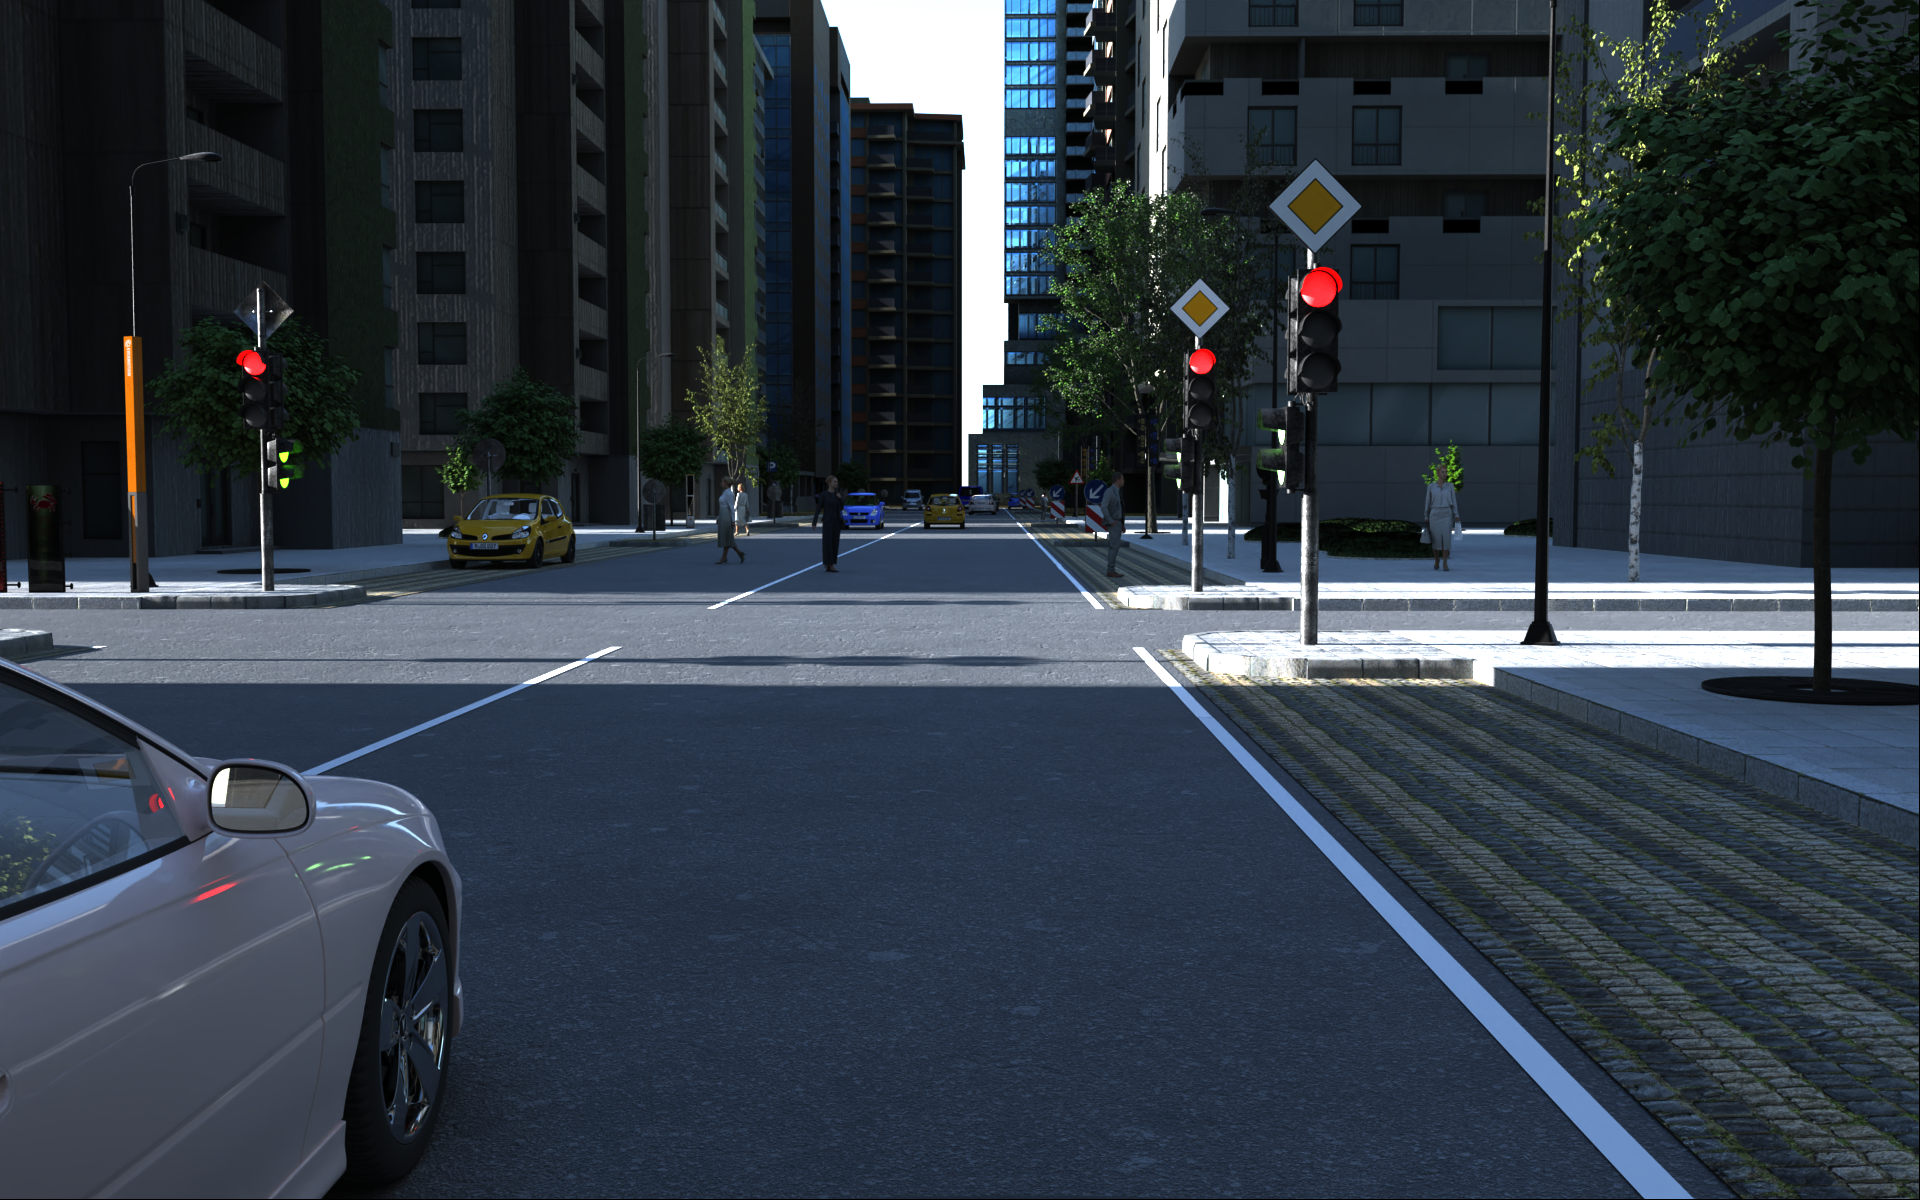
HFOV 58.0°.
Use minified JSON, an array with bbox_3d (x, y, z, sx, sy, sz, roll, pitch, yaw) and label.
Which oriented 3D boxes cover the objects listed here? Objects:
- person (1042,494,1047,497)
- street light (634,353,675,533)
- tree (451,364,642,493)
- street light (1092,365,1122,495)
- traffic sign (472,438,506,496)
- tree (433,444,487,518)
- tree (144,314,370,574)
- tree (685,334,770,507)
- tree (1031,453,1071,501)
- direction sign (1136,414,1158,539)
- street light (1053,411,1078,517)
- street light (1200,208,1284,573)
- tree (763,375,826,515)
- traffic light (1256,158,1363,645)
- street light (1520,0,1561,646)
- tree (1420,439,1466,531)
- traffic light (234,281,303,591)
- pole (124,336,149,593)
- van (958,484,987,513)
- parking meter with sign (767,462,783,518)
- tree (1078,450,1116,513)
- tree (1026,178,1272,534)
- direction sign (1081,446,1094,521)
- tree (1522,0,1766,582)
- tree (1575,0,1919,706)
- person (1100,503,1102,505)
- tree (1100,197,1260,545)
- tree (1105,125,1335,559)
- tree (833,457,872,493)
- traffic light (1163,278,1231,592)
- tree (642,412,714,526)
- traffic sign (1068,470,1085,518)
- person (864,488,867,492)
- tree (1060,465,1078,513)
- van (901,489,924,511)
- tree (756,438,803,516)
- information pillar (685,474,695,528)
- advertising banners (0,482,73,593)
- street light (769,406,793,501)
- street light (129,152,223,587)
[{"bbox_3d":[8.564,-10.132,174.886,0.628,1.438,0.799,0,4,-2],"label":"person"},{"bbox_3d":[-10.089,-5.185,57.321,1.470,5.913,1.316,0,4,1],"label":"street light"},{"bbox_3d":[-10.875,-3.644,43.299,4.285,4.588,4.351,0,3,0],"label":"tree"},{"bbox_3d":[5.276,-5.502,62.497,1.470,5.913,1.316,0,4,1],"label":"street light"},{"bbox_3d":[-10.757,-2.413,39.564,0.768,2.556,0.104,0,4,3],"label":"traffic sign"},{"bbox_3d":[-16.511,-3.851,57.557,1.663,3.219,1.824,0,3,0],"label":"tree"},{"bbox_3d":[-11.497,-2.733,28.399,4.285,4.588,4.351,0,3,0],"label":"tree"},{"bbox_3d":[-10.426,-7.877,79.151,4.737,8.622,4.395,0,3,0],"label":"tree"},{"bbox_3d":[7.279,-9.404,137.471,4.285,4.588,4.351,0,3,0],"label":"tree"},{"bbox_3d":[5.339,-3.516,49.478,0.876,3.537,0.379,-3,5,-43],"label":"direction sign"},{"bbox_3d":[5.940,-7.641,97.469,1.470,5.913,1.316,0,4,1],"label":"street light"},{"bbox_3d":[4.595,-3.409,28.273,1.470,5.913,1.316,0,4,1],"label":"street light"},{"bbox_3d":[-10.486,-9.635,107.895,4.360,8.622,3.978,0,3,0],"label":"tree"},{"bbox_3d":[2.960,-1.576,14.681,0.839,4.253,0.868,0,4,1],"label":"traffic light"},{"bbox_3d":[4.421,-2.575,14.642,1.470,5.913,1.316,0,4,1],"label":"street light"},{"bbox_3d":[17.290,-4.049,60.799,1.663,3.219,1.824,0,3,0],"label":"tree"},{"bbox_3d":[-9.160,-2.076,22.862,0.839,4.253,0.868,0,4,1],"label":"traffic light"},{"bbox_3d":[-10.706,-1.753,22.512,0.158,3.312,0.155,0,3,0],"label":"pole"},{"bbox_3d":[0.877,-7.873,133.104,2.240,2.365,5.245,0,4,3],"label":"van"},{"bbox_3d":[-9.986,-5.968,93.843,0.543,3.016,1.738,0,4,8],"label":"parking meter with sign"},{"bbox_3d":[6.258,-4.990,76.188,1.663,3.219,1.824,0,3,0],"label":"tree"},{"bbox_3d":[6.282,-7.987,56.351,9.928,11.665,9.643,0,3,0],"label":"tree"},{"bbox_3d":[6.024,-5.502,81.950,0.379,3.537,0.876,3,5,44],"label":"direction sign"},{"bbox_3d":[10.057,-4.575,25.169,4.737,8.622,4.395,0,3,0],"label":"tree"},{"bbox_3d":[5.651,-1.675,11.105,4.285,4.588,4.351,0,3,0],"label":"tree"},{"bbox_3d":[9.048,-6.413,110.902,0.705,1.824,1.348,0,4,4],"label":"person"},{"bbox_3d":[5.586,-5.660,42.899,4.737,8.622,4.395,0,3,0],"label":"tree"},{"bbox_3d":[5.125,-5.118,34.041,4.360,8.622,3.978,0,3,0],"label":"tree"},{"bbox_3d":[-9.274,-10.077,148.472,4.285,4.588,4.351,0,3,0],"label":"tree"},{"bbox_3d":[3.100,-2.064,22.665,0.839,4.253,0.868,0,4,1],"label":"traffic light"},{"bbox_3d":[-11.503,-5.242,69.421,4.285,4.588,4.351,0,3,0],"label":"tree"},{"bbox_3d":[6.171,-5.599,91.543,0.884,2.594,0.081,0,4,6],"label":"traffic sign"},{"bbox_3d":[-8.629,-9.228,156.932,0.705,1.822,1.348,0,4,-5],"label":"person"},{"bbox_3d":[7.408,-7.413,115.805,1.663,3.219,1.824,0,3,0],"label":"tree"},{"bbox_3d":[-4.113,-8.767,150.344,2.013,2.044,4.112,0,4,1],"label":"van"},{"bbox_3d":[-10.789,-7.179,101.087,4.285,4.588,4.351,0,3,0],"label":"tree"},{"bbox_3d":[-10.114,-3.694,64.893,0.304,2.012,0.304,-1,4,-15],"label":"information pillar"},{"bbox_3d":[-12.627,-1.606,22.453,2.074,3.025,0.090,0,4,-3],"label":"advertising banners"},{"bbox_3d":[-9.465,-7.241,90.929,1.470,5.913,1.316,0,4,1],"label":"street light"},{"bbox_3d":[-10.726,-3.130,23.714,1.470,5.913,1.316,0,4,1],"label":"street light"}]
